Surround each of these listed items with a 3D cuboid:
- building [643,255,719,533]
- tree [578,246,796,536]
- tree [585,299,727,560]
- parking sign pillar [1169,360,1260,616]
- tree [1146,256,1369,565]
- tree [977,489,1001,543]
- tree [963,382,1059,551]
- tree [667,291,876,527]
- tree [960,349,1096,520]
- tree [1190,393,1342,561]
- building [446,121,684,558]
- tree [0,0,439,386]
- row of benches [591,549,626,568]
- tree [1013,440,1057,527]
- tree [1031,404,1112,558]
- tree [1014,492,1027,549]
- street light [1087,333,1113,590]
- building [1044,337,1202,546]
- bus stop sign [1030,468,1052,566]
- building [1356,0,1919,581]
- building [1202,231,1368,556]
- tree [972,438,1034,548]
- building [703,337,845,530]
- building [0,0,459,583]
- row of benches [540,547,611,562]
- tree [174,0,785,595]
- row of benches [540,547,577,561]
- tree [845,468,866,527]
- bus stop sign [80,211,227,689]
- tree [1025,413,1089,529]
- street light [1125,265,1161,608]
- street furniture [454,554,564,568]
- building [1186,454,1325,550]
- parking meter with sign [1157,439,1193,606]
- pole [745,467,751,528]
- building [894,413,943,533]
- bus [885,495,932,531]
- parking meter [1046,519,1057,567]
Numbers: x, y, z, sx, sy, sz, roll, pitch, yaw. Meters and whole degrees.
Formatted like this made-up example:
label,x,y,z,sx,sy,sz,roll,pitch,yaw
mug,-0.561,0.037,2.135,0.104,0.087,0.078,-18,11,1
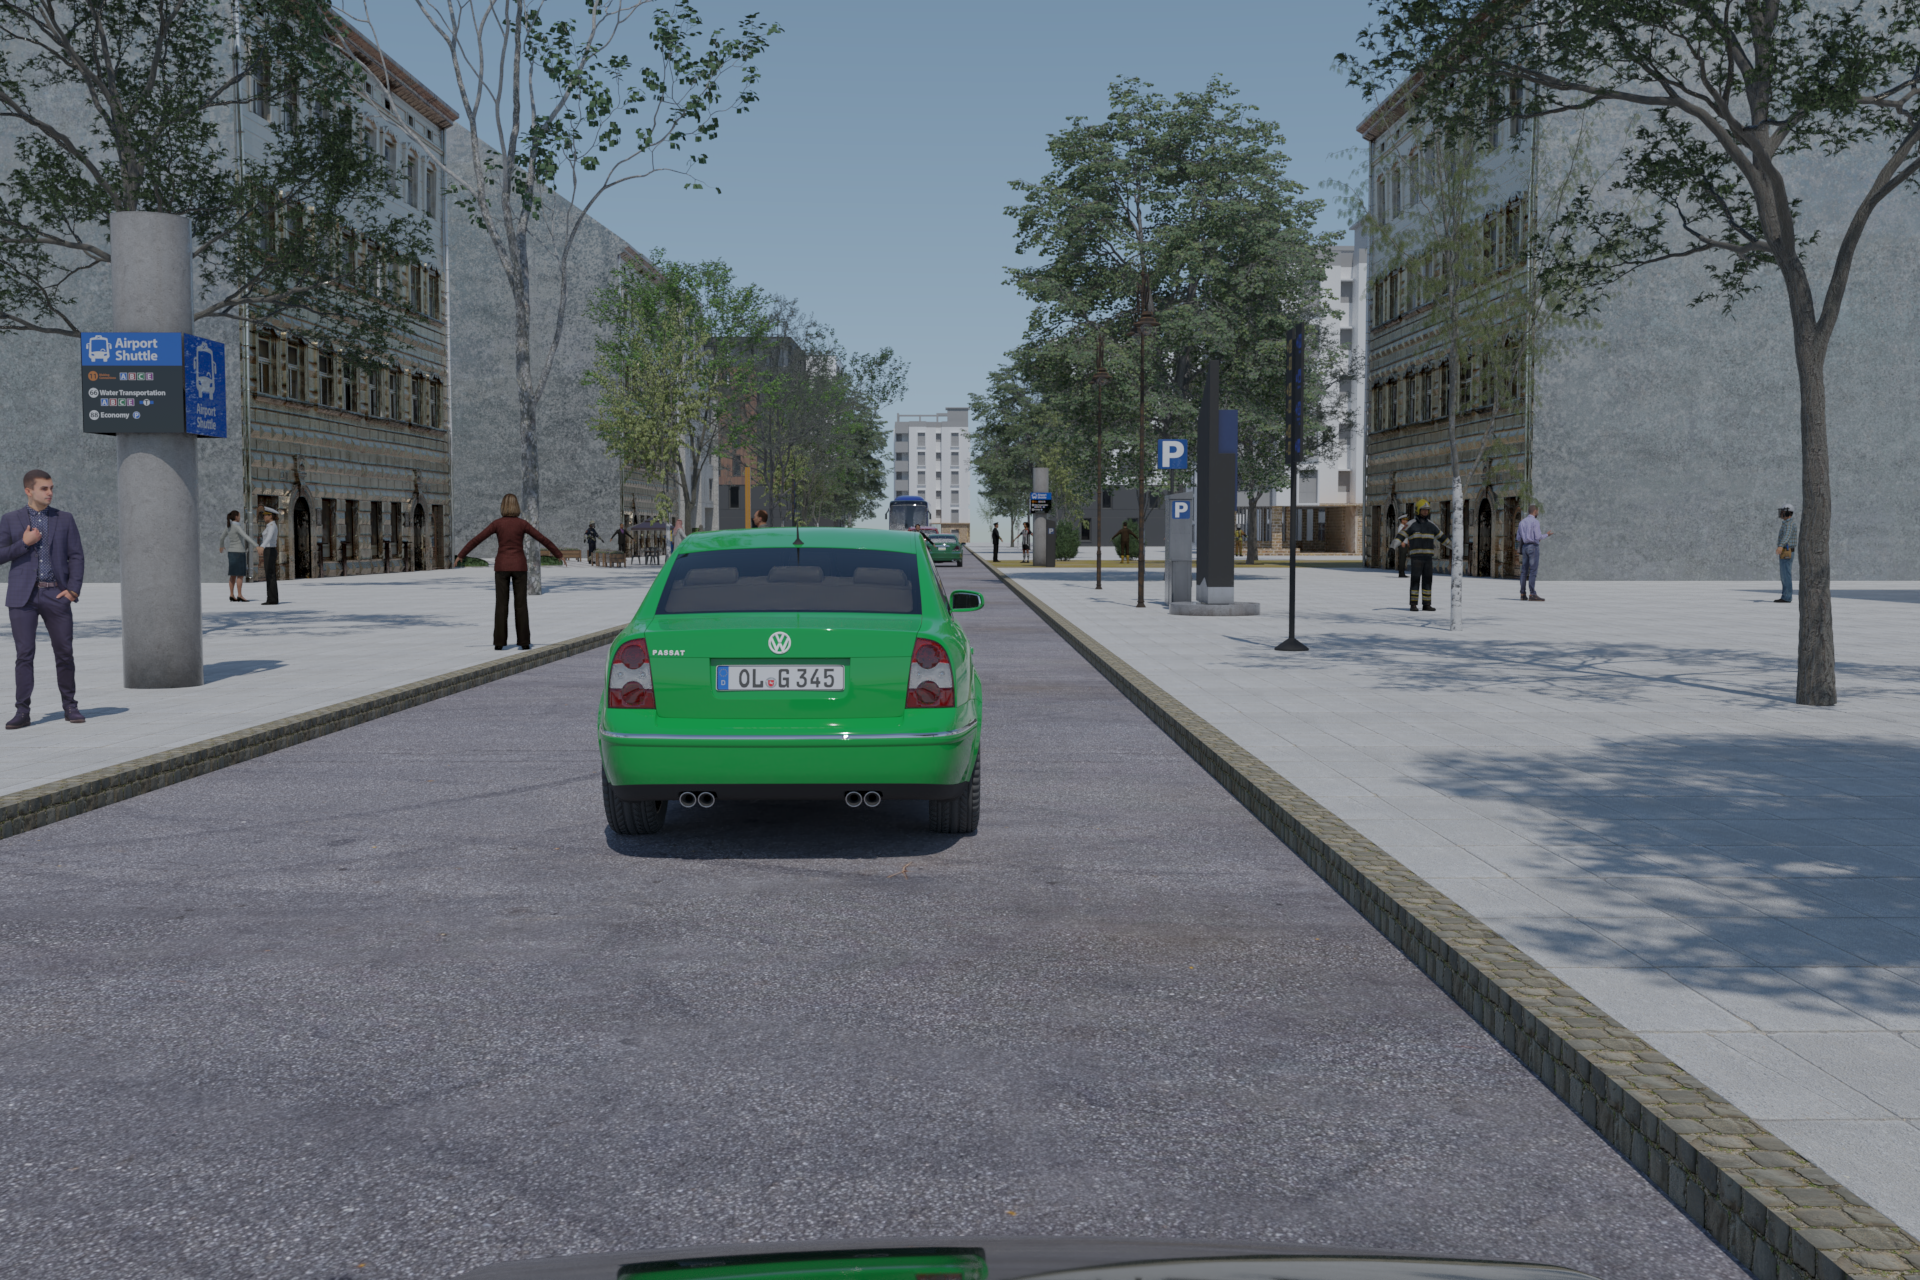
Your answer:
label,x,y,z,sx,sy,sz,roll,pitch,yaw
building,-28.187,-15.822,125.149,16.747,18.905,31.486,0,4,1
tree,-9.737,-8.343,62.158,9.928,11.665,9.643,0,3,0
tree,-9.269,-6.305,53.446,4.737,8.622,4.395,0,3,0
parking sign pillar,4.069,-2.392,27.576,1.447,3.967,1.447,0,4,-1
tree,12.313,-9.898,72.204,12.009,13.543,11.850,0,3,0
tree,4.983,-19.061,262.003,4.360,8.622,3.978,0,3,0
tree,5.401,-13.730,134.860,12.009,13.543,11.850,0,3,0
tree,-9.396,-10.797,86.907,12.009,13.543,11.850,0,3,0
tree,5.127,-12.731,114.813,9.857,13.997,8.962,0,3,0
tree,14.480,-9.145,83.928,8.767,10.594,7.601,2,4,24
building,-26.947,-16.418,99.357,19.493,23.208,18.063,0,4,0
tree,-9.893,-5.283,20.784,7.601,10.594,8.767,-1,4,-13
row of benches,-13.744,-3.197,67.731,1.422,0.672,4.104,-1,4,-22
tree,5.880,-10.672,124.851,4.360,8.622,3.978,0,3,0
tree,5.742,-8.623,91.347,4.737,8.622,4.395,0,3,0
tree,4.836,-12.223,150.204,4.360,8.622,3.978,0,3,0
street light,3.217,-4.109,39.977,0.468,5.910,1.993,0,3,0
building,23.178,-21.543,196.205,27.936,21.610,32.646,0,4,0
bus stop sign,3.205,-4.888,68.935,0.837,3.901,0.837,0,3,0
building,24.580,-13.749,55.719,19.493,23.208,18.063,0,4,-1
building,21.284,-15.799,114.737,16.016,20.090,11.380,0,3,0
tree,5.165,-14.670,165.612,9.928,11.665,9.643,0,3,0
building,-28.015,-21.503,195.550,27.936,21.610,32.646,0,3,0
building,-27.799,-13.622,53.646,19.493,23.208,18.063,0,4,0
row of benches,-18.162,-3.947,80.001,4.104,0.672,1.422,-1,4,-23
tree,-9.781,-10.928,34.560,12.611,20.169,13.585,0,3,0
row of benches,-19.461,-4.138,83.127,1.422,0.672,4.104,1,4,10
tree,-18.703,-21.635,260.383,9.857,13.997,8.962,0,3,0
bus stop sign,-6.726,-1.560,14.518,0.837,3.901,0.837,0,4,-1
tree,5.497,-9.187,100.572,4.360,8.622,3.978,0,3,0
street light,3.160,-3.504,30.082,0.468,5.910,1.993,0,4,0
street furniture,-21.173,-3.248,68.729,10.072,0.657,5.734,1,4,13
building,23.554,-11.670,132.947,9.099,9.664,28.070,0,3,0
parking meter with sign,3.899,-2.129,31.065,0.543,3.016,1.738,0,3,0
pole,-6.472,-3.613,52.922,0.158,3.312,0.155,0,3,0
building,-9.700,-24.690,262.562,11.380,20.090,16.016,0,4,8
bus,-3.231,-7.503,114.215,2.896,3.916,12.251,0,3,0
parking meter,3.521,-3.740,66.867,0.399,1.863,0.255,0,4,-1
